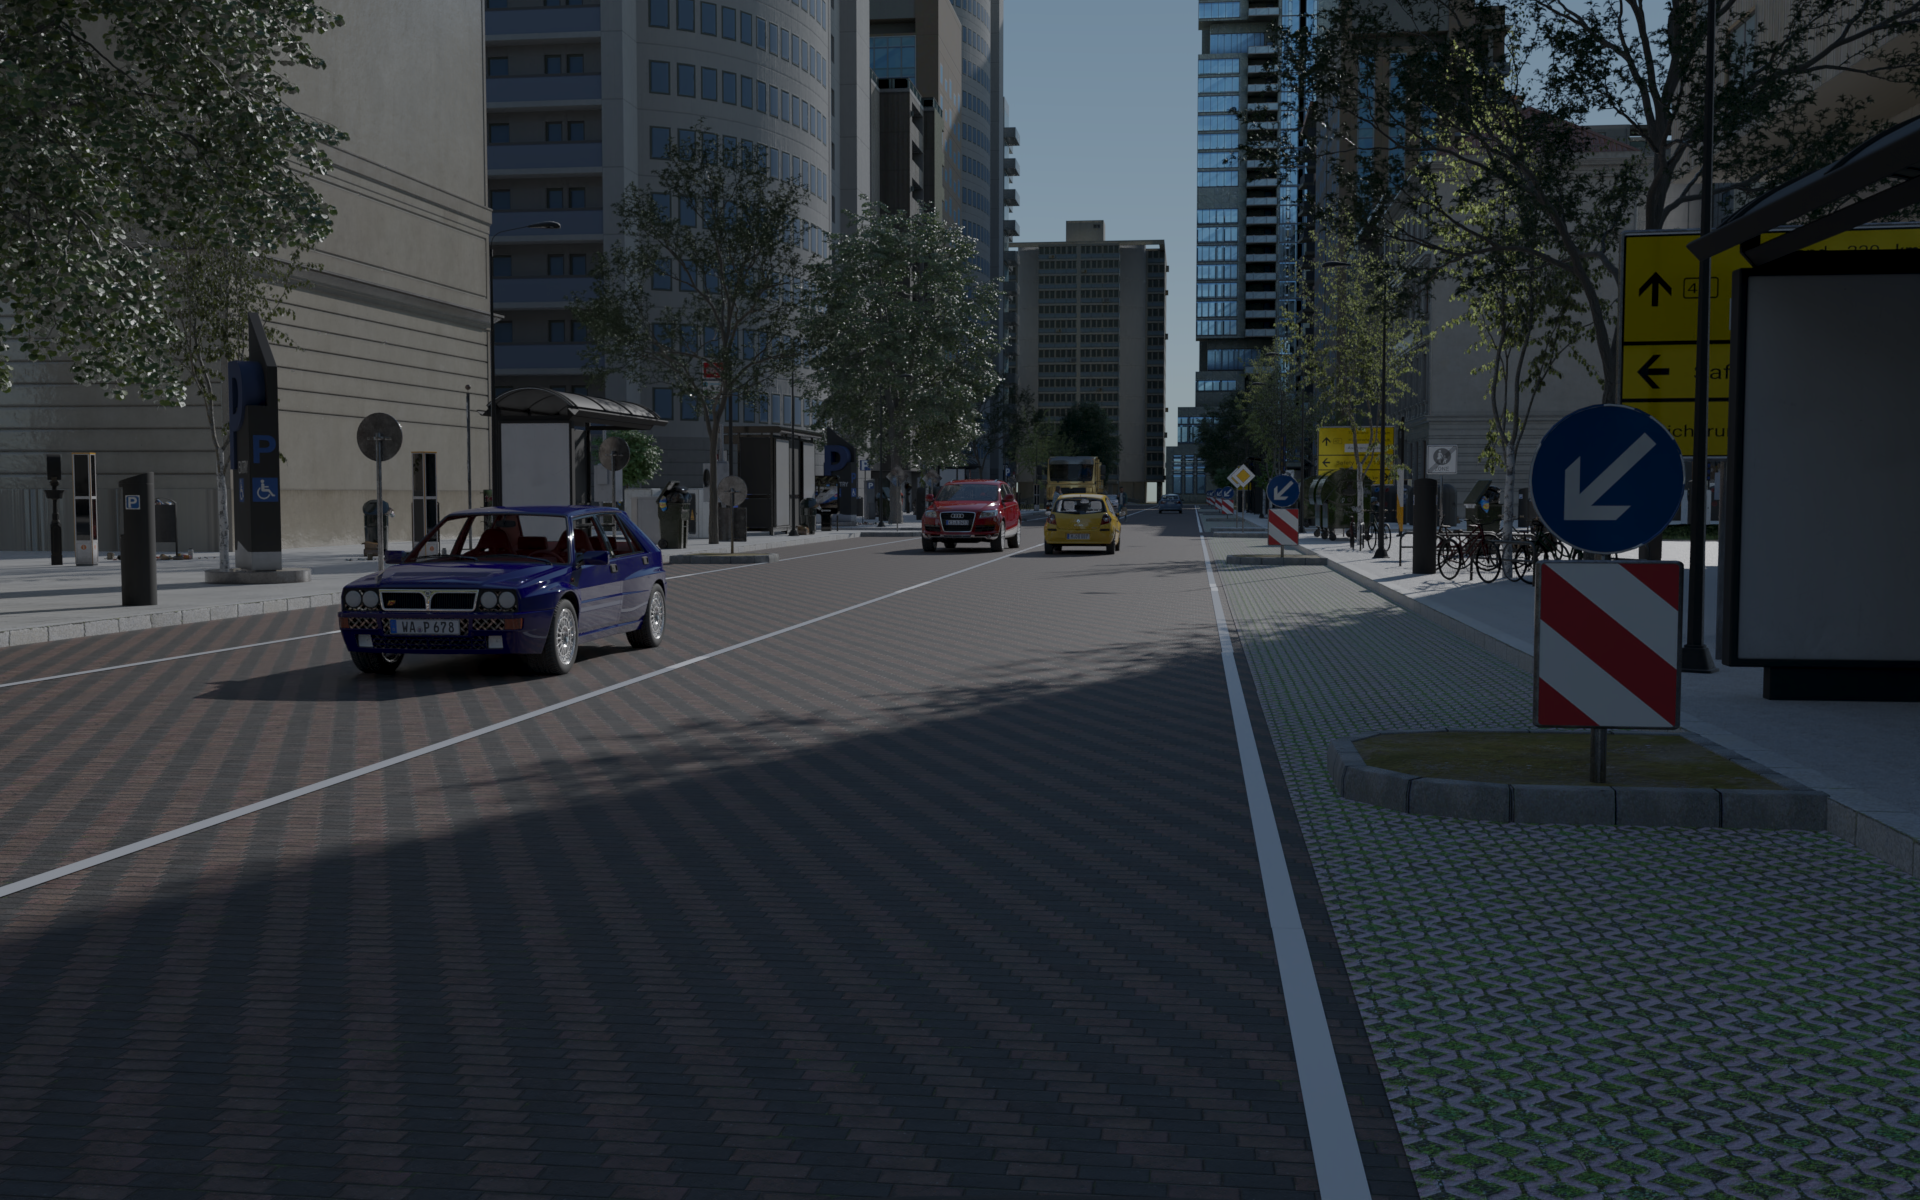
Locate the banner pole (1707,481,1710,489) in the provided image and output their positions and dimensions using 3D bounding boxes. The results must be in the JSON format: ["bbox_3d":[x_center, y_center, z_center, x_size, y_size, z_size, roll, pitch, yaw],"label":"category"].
[{"bbox_3d":[53.494,-8.195,124.006,0.863,3.779,0.401,-2,4,-28],"label":"banner pole"}]

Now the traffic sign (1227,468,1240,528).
[{"bbox_3d":[10.505,-3.795,65.685,0.795,2.450,0.064,0,4,8],"label":"traffic sign"}]

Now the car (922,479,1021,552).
[{"bbox_3d":[0.348,-2.200,44.648,2.281,1.827,5.304,1,4,9],"label":"car"}]

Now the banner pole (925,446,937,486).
[{"bbox_3d":[-1.444,-6.086,89.530,0.863,3.779,0.401,-1,4,-10],"label":"banner pole"}]

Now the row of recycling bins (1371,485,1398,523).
[{"bbox_3d":[19.348,-4.355,78.322,1.069,1.692,3.534,-1,4,-21],"label":"row of recycling bins"}]

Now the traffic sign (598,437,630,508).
[{"bbox_3d":[-7.667,-2.339,38.350,0.768,2.556,0.104,1,4,16],"label":"traffic sign"}]

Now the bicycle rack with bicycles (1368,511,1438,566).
[{"bbox_3d":[8.905,-1.000,29.736,2.925,0.926,2.852,0,4,-2],"label":"bicycle rack with bicycles"}]

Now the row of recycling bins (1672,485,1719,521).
[{"bbox_3d":[35.804,-4.663,83.350,3.534,1.692,1.069,1,4,15],"label":"row of recycling bins"}]

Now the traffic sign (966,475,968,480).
[{"bbox_3d":[0.048,-6.022,98.568,0.768,2.556,0.104,1,4,15],"label":"traffic sign"}]

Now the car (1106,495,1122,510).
[{"bbox_3d":[13.942,-8.956,158.800,2.083,1.381,4.827,0,4,7],"label":"car"}]

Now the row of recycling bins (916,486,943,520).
[{"bbox_3d":[-1.169,-4.877,86.854,1.069,1.692,3.534,2,4,24],"label":"row of recycling bins"}]

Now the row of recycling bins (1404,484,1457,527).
[{"bbox_3d":[18.998,-3.829,69.714,1.069,1.692,3.534,0,4,-6],"label":"row of recycling bins"}]

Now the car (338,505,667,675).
[{"bbox_3d":[-3.823,-0.149,15.013,1.945,1.354,3.894,0,4,7],"label":"car"}]

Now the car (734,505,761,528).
[{"bbox_3d":[-9.248,-3.429,65.655,3.694,1.707,1.945,0,4,7],"label":"car"}]

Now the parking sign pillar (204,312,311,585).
[{"bbox_3d":[-10.237,-2.244,25.154,1.447,3.967,1.447,-2,4,-32],"label":"parking sign pillar"}]

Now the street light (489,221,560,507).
[{"bbox_3d":[-7.492,-3.497,29.711,1.470,5.913,1.316,0,4,8],"label":"street light"}]

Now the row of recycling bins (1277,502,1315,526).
[{"bbox_3d":[13.795,-3.816,69.499,1.069,1.692,3.534,3,5,42],"label":"row of recycling bins"}]

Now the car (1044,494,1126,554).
[{"bbox_3d":[3.047,-1.981,42.614,2.015,1.641,3.980,0,4,8],"label":"car"}]

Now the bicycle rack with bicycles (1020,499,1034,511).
[{"bbox_3d":[4.235,-7.100,129.472,2.852,0.926,2.925,1,4,23],"label":"bicycle rack with bicycles"}]

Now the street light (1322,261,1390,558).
[{"bbox_3d":[7.914,-3.799,34.653,1.470,5.913,1.316,0,4,8],"label":"street light"}]

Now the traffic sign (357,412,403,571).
[{"bbox_3d":[-9.067,-1.648,27.051,0.768,2.556,0.104,1,4,9],"label":"traffic sign"}]

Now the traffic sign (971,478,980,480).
[{"bbox_3d":[1.037,-6.812,113.500,0.606,2.300,0.079,0,4,8],"label":"traffic sign"}]

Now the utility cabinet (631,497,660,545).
[{"bbox_3d":[-7.837,-1.999,43.853,0.306,1.237,1.020,3,5,43],"label":"utility cabinet"}]

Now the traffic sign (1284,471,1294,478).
[{"bbox_3d":[13.995,-4.409,74.212,0.606,2.300,0.079,1,4,12],"label":"traffic sign"}]

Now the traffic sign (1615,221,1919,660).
[{"bbox_3d":[6.202,-1.185,13.255,2.265,3.308,0.079,1,4,12],"label":"traffic sign"}]

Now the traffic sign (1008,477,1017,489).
[{"bbox_3d":[3.773,-7.716,126.257,0.768,2.556,0.104,1,4,13],"label":"traffic sign"}]

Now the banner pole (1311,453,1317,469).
[{"bbox_3d":[21.815,-7.120,106.426,0.863,3.779,0.401,3,5,40],"label":"banner pole"}]

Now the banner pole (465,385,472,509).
[{"bbox_3d":[-11.192,-3.023,39.444,0.401,3.779,0.863,-1,4,-12],"label":"banner pole"}]

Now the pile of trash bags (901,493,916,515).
[{"bbox_3d":[-2.517,-5.914,106.453,3.447,1.369,1.912,2,4,23],"label":"pile of trash bags"}]

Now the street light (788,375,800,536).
[{"bbox_3d":[-4.533,-4.889,52.475,1.470,5.913,1.316,0,4,8],"label":"street light"}]

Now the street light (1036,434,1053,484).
[{"bbox_3d":[6.515,-9.930,134.894,1.470,5.913,1.316,0,4,8],"label":"street light"}]

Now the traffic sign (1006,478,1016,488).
[{"bbox_3d":[3.536,-7.302,120.570,0.795,2.450,0.064,1,4,10],"label":"traffic sign"}]

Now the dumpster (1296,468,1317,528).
[{"bbox_3d":[13.715,-3.921,66.609,1.502,2.255,1.985,0,4,8],"label":"dumpster"}]

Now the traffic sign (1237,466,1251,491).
[{"bbox_3d":[20.895,-7.921,123.378,2.265,3.308,0.079,1,4,16],"label":"traffic sign"}]

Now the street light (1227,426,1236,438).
[{"bbox_3d":[19.063,-8.878,117.689,1.470,5.913,1.316,0,4,8],"label":"street light"}]

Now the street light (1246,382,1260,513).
[{"bbox_3d":[12.826,-6.089,72.097,1.470,5.913,1.316,0,4,8],"label":"street light"}]

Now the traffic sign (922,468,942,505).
[{"bbox_3d":[-1.082,-3.891,67.256,0.795,2.450,0.064,0,4,8],"label":"traffic sign"}]

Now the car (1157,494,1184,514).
[{"bbox_3d":[15.605,-7.121,128.424,2.014,1.417,4.499,0,4,7],"label":"car"}]

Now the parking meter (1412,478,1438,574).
[{"bbox_3d":[7.477,-1.189,27.854,0.372,1.533,0.369,0,3,0],"label":"parking meter"}]

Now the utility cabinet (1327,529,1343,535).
[{"bbox_3d":[11.705,-2.778,54.105,0.318,1.500,1.173,2,4,25],"label":"utility cabinet"}]

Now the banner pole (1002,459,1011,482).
[{"bbox_3d":[3.387,-8.218,124.384,0.863,3.779,0.401,-3,4,-36],"label":"banner pole"}]

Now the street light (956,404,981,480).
[{"bbox_3d":[0.386,-7.154,89.510,1.470,5.913,1.316,0,4,8],"label":"street light"}]

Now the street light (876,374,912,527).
[{"bbox_3d":[-2.534,-5.794,67.268,1.470,5.913,1.316,0,4,8],"label":"street light"}]

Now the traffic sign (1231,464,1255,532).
[{"bbox_3d":[9.442,-3.311,57.770,0.795,2.450,0.064,0,4,8],"label":"traffic sign"}]

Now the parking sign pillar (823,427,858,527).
[{"bbox_3d":[-4.772,-4.915,68.831,1.447,3.967,1.447,2,4,29],"label":"parking sign pillar"}]

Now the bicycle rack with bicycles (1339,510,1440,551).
[{"bbox_3d":[9.938,-1.599,39.520,2.852,0.926,2.925,1,4,16],"label":"bicycle rack with bicycles"}]

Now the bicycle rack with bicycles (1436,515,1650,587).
[{"bbox_3d":[8.541,-0.701,24.839,2.852,0.926,2.925,-1,4,-11],"label":"bicycle rack with bicycles"}]

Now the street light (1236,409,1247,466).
[{"bbox_3d":[16.021,-7.488,94.969,1.470,5.913,1.316,0,4,8],"label":"street light"}]

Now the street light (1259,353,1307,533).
[{"bbox_3d":[10.707,-5.161,56.923,1.470,5.913,1.316,0,4,8],"label":"street light"}]

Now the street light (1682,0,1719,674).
[{"bbox_3d":[4.783,-2.440,12.439,1.470,5.913,1.316,0,4,8],"label":"street light"}]

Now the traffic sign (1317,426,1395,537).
[{"bbox_3d":[11.825,-3.542,51.786,2.265,3.308,0.079,1,4,11],"label":"traffic sign"}]

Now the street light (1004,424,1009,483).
[{"bbox_3d":[3.438,-8.513,111.735,1.470,5.913,1.316,0,4,8],"label":"street light"}]

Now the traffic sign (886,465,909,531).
[{"bbox_3d":[-2.145,-3.407,59.342,0.795,2.450,0.064,0,4,8],"label":"traffic sign"}]

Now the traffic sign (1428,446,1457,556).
[{"bbox_3d":[10.018,-2.074,36.046,0.606,2.300,0.079,1,4,15],"label":"traffic sign"}]
